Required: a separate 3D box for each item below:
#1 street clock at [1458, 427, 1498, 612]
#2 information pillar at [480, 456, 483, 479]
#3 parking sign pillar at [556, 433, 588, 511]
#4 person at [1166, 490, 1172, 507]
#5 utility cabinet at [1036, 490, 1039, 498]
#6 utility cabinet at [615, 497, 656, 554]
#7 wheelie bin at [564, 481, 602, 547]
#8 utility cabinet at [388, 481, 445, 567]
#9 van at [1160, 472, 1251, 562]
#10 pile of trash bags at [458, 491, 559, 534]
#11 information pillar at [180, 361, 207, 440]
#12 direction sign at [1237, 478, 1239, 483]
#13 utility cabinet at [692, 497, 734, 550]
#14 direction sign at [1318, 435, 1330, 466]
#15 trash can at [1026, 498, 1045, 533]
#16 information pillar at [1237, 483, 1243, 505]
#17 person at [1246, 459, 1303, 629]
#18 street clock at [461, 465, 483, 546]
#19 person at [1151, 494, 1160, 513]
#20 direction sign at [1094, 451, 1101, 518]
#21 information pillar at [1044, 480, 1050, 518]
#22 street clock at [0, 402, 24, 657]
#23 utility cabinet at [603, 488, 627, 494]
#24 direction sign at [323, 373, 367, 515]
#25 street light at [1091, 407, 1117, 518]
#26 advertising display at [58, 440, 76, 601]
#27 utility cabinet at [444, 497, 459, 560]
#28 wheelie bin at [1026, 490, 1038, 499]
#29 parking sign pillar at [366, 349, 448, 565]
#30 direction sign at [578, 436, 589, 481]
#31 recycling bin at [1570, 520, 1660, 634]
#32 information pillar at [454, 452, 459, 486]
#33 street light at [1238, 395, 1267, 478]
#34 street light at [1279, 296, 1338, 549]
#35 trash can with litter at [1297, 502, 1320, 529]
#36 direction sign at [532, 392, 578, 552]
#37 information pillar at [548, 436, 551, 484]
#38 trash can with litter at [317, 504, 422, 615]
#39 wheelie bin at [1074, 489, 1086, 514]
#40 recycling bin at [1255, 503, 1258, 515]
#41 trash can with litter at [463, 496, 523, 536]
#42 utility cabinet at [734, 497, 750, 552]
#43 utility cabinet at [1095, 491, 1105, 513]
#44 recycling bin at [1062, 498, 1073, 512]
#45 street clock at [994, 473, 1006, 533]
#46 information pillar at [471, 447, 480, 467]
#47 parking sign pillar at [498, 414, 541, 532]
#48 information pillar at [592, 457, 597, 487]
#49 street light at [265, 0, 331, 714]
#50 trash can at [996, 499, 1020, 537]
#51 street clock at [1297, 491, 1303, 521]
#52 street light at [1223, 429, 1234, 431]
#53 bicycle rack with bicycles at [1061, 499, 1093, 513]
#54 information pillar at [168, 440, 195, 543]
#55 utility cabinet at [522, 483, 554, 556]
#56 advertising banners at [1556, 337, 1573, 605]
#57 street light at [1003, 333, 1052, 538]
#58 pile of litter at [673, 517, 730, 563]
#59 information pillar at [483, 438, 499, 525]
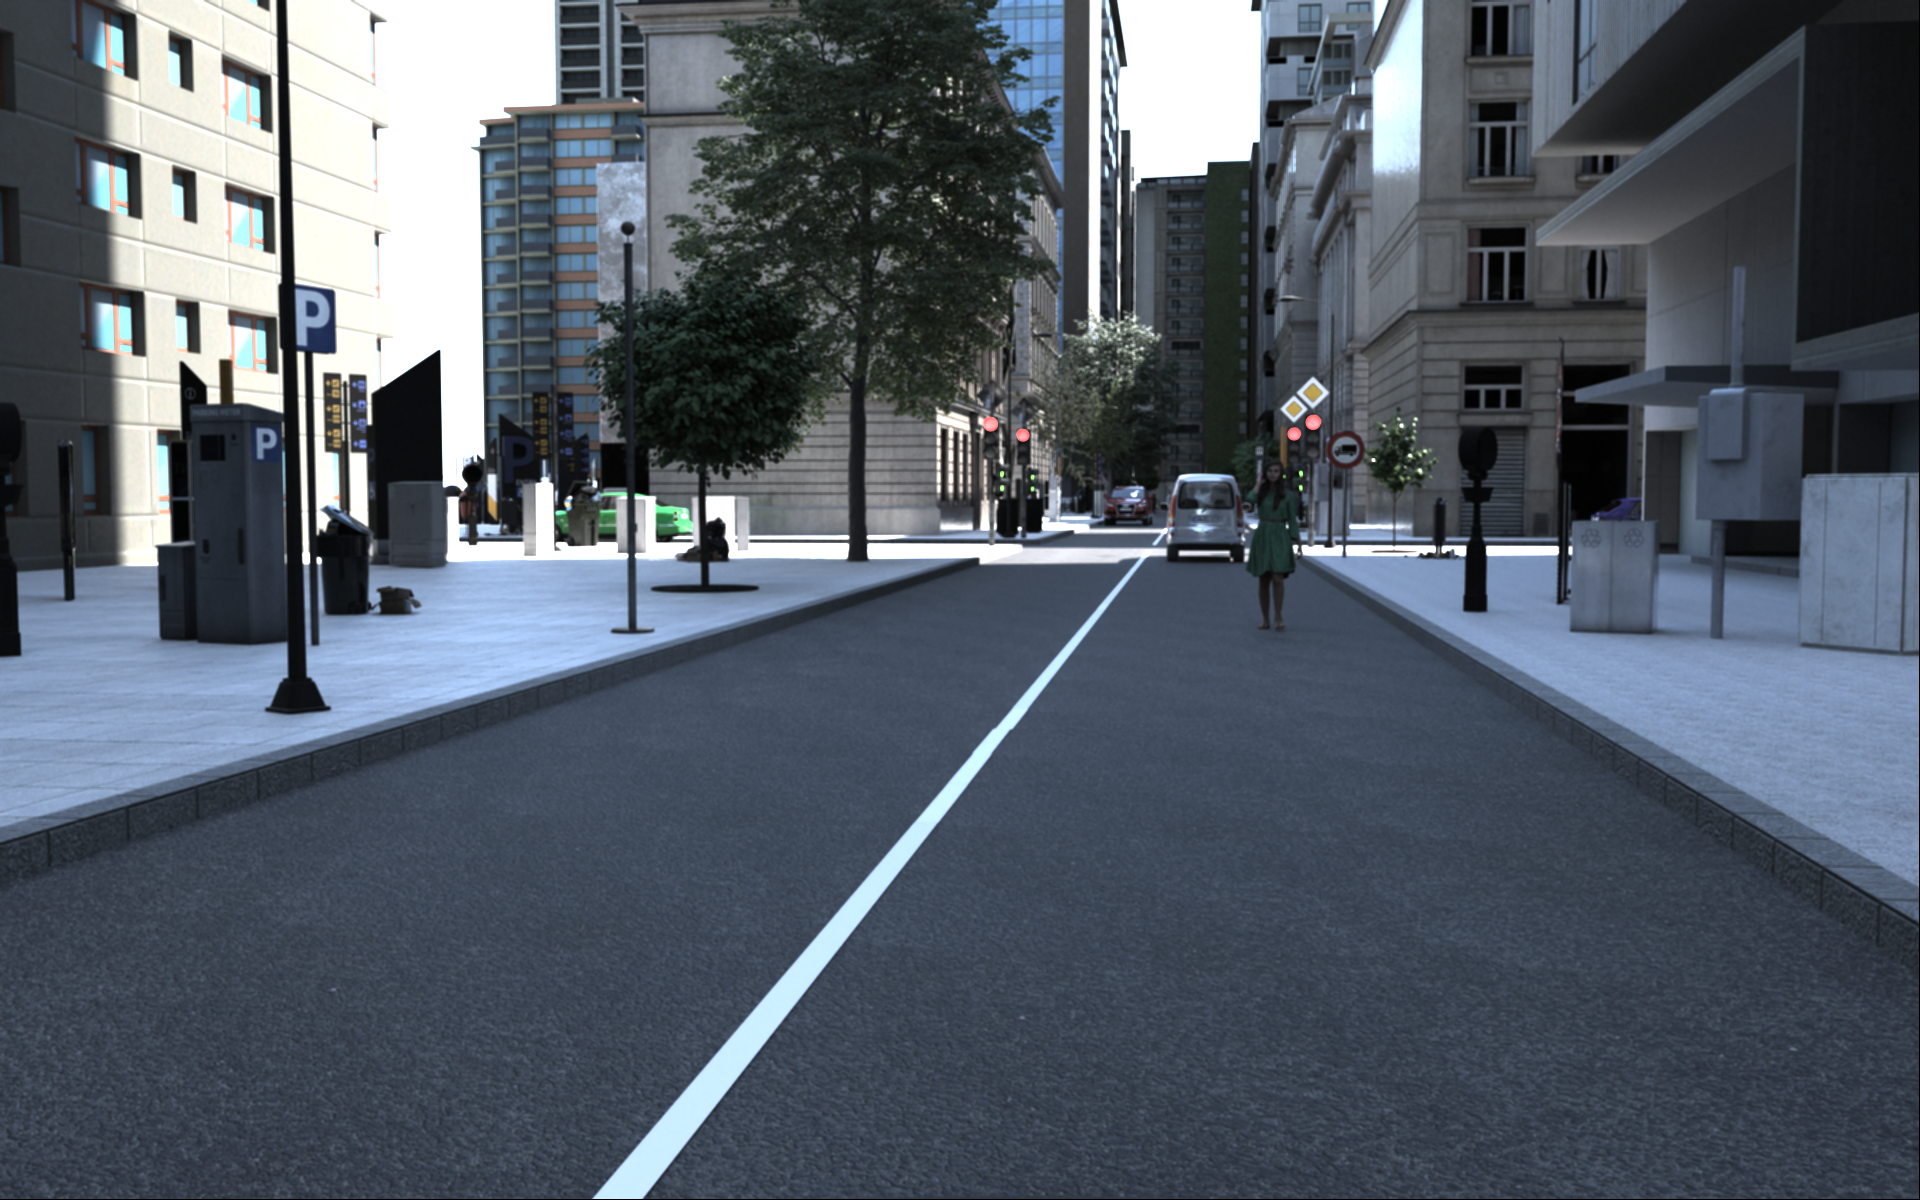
[{"bbox_3d":[5.630,-0.874,18.868,0.358,2.002,0.471,3,5,44],"label":"street clock"},{"bbox_3d":[-26.727,-6.428,96.458,0.504,3.616,0.183,1,4,18],"label":"information pillar"},{"bbox_3d":[-16.978,-5.341,75.804,1.447,3.967,1.447,-1,4,-22],"label":"parking sign pillar"},{"bbox_3d":[14.049,-6.533,116.311,0.522,1.701,0.512,-3,5,-45],"label":"person"},{"bbox_3d":[3.579,-4.941,89.466,0.318,1.500,1.173,3,5,40],"label":"utility cabinet"},{"bbox_3d":[-7.030,-1.612,37.519,1.020,1.237,0.306,3,5,41],"label":"utility cabinet"},{"bbox_3d":[-9.163,-2.102,42.275,0.693,1.594,0.980,2,4,35],"label":"wheelie bin"},{"bbox_3d":[-9.542,-1.327,30.368,1.173,1.500,0.318,2,4,35],"label":"utility cabinet"},{"bbox_3d":[5.392,-1.900,38.083,2.013,2.044,4.112,0,4,8],"label":"van"},{"bbox_3d":[-14.421,-2.814,55.758,3.447,1.369,1.912,0,4,0],"label":"pile of trash bags"},{"bbox_3d":[-13.610,-2.413,30.808,0.183,3.616,0.504,2,4,31],"label":"information pillar"},{"bbox_3d":[19.064,-7.753,118.757,0.379,3.537,0.876,1,4,12],"label":"direction sign"},{"bbox_3d":[-5.654,-1.746,39.714,0.306,1.237,1.020,3,5,44],"label":"utility cabinet"},{"bbox_3d":[13.879,-4.530,66.068,0.379,3.537,0.876,3,5,42],"label":"direction sign"},{"bbox_3d":[2.442,-2.807,57.545,0.748,1.137,0.748,0,3,0],"label":"trash can"},{"bbox_3d":[18.865,-6.862,116.691,0.304,2.012,0.304,3,5,41],"label":"information pillar"},{"bbox_3d":[3.311,-0.584,18.297,0.600,1.795,0.529,0,4,5],"label":"person"},{"bbox_3d":[-12.038,-2.335,42.742,0.471,2.002,0.358,-2,4,-32],"label":"street clock"},{"bbox_3d":[14.614,-7.235,130.045,0.557,1.426,1.065,-2,4,-34],"label":"person"},{"bbox_3d":[7.249,-6.077,91.353,0.379,3.537,0.876,-1,4,-20],"label":"direction sign"},{"bbox_3d":[4.645,-5.319,91.459,0.304,2.012,0.304,2,4,30],"label":"information pillar"},{"bbox_3d":[-7.581,-0.558,13.688,0.358,2.002,0.471,-3,5,-43],"label":"street clock"},{"bbox_3d":[-12.229,-3.264,62.047,1.173,1.500,0.318,2,4,27],"label":"utility cabinet"},{"bbox_3d":[-11.564,-2.488,32.677,0.379,3.537,0.876,3,5,39],"label":"direction sign"},{"bbox_3d":[7.678,-7.332,92.411,1.470,5.913,1.316,0,4,8],"label":"street light"},{"bbox_3d":[-10.880,-0.973,21.120,0.123,1.923,0.974,-2,4,-25],"label":"advertising display"},{"bbox_3d":[-10.118,-1.401,34.064,0.306,1.237,1.020,0,4,-4],"label":"utility cabinet"},{"bbox_3d":[3.047,-4.131,75.451,0.693,1.594,0.980,-1,4,-15],"label":"wheelie bin"},{"bbox_3d":[-10.209,-2.655,31.875,1.447,3.967,1.447,-3,5,-41],"label":"parking sign pillar"},{"bbox_3d":[-14.965,-4.640,67.854,0.876,3.537,0.379,-1,4,-19],"label":"direction sign"},{"bbox_3d":[6.152,-0.227,16.265,0.722,1.027,0.722,2,4,26],"label":"recycling bin"},{"bbox_3d":[-28.401,-6.507,97.749,0.183,3.616,0.504,-2,4,-33],"label":"information pillar"},{"bbox_3d":[13.823,-6.662,81.457,1.470,5.913,1.316,0,4,8],"label":"street light"},{"bbox_3d":[8.206,-4.175,40.806,1.470,5.913,1.316,0,4,8],"label":"street light"},{"bbox_3d":[12.931,-3.241,64.373,1.055,1.170,0.624,-3,4,-36],"label":"trash can with litter"},{"bbox_3d":[-9.035,-2.846,38.527,0.876,3.537,0.379,-1,4,-15],"label":"direction sign"},{"bbox_3d":[-16.435,-4.768,69.307,0.183,3.616,0.504,-1,4,-14],"label":"information pillar"},{"bbox_3d":[-6.345,-0.441,18.603,1.055,1.170,0.624,0,4,-5],"label":"trash can with litter"},{"bbox_3d":[7.891,-6.472,113.733,0.693,1.594,0.980,-1,4,-18],"label":"wheelie bin"},{"bbox_3d":[18.411,-5.672,105.298,0.722,1.027,0.722,3,5,43],"label":"recycling bin"},{"bbox_3d":[-14.277,-2.583,53.282,2.233,1.210,1.678,-2,4,-35],"label":"trash can with litter"},{"bbox_3d":[-4.888,-1.704,39.029,0.306,1.237,1.020,0,4,-7],"label":"utility cabinet"},{"bbox_3d":[9.442,-6.581,116.283,0.318,1.500,1.173,-1,4,-22],"label":"utility cabinet"},{"bbox_3d":[7.747,-6.874,124.945,0.722,1.027,0.722,1,4,13],"label":"recycling bin"},{"bbox_3d":[1.308,-3.257,57.815,0.471,2.002,0.358,-1,4,-8],"label":"street clock"},{"bbox_3d":[-24.343,-5.826,86.615,0.183,3.616,0.504,-2,4,-30],"label":"information pillar"},{"bbox_3d":[-14.772,-4.261,58.141,1.447,3.967,1.447,-2,4,-27],"label":"parking sign pillar"},{"bbox_3d":[-23.304,-7.281,110.406,0.183,3.616,0.504,-3,5,-40],"label":"information pillar"},{"bbox_3d":[-3.387,-2.291,10.003,1.470,5.913,1.316,0,4,8],"label":"street light"},{"bbox_3d":[1.453,-2.476,52.138,0.748,1.137,0.748,0,3,0],"label":"trash can"},{"bbox_3d":[16.345,-4.798,83.011,0.358,2.002,0.471,3,4,36],"label":"street clock"},{"bbox_3d":[19.456,-9.250,123.785,1.470,5.913,1.316,0,4,8],"label":"street light"},{"bbox_3d":[7.706,-6.424,118.415,2.925,0.926,2.852,-1,4,-11],"label":"bicycle rack with bicycles"},{"bbox_3d":[-10.529,-1.167,23.576,0.304,2.012,0.304,0,4,4],"label":"information pillar"},{"bbox_3d":[-8.778,-1.671,35.994,0.318,1.500,1.173,0,4,3],"label":"utility cabinet"},{"bbox_3d":[7.086,-1.477,20.331,0.090,3.025,2.074,2,4,23],"label":"advertising banners"},{"bbox_3d":[1.969,-4.749,50.192,1.470,5.913,1.316,0,4,8],"label":"street light"},{"bbox_3d":[-4.940,-1.176,33.194,1.176,0.858,1.719,1,4,10],"label":"pile of litter"},{"bbox_3d":[-19.437,-4.934,72.027,0.504,3.616,0.183,2,4,32],"label":"information pillar"}]
